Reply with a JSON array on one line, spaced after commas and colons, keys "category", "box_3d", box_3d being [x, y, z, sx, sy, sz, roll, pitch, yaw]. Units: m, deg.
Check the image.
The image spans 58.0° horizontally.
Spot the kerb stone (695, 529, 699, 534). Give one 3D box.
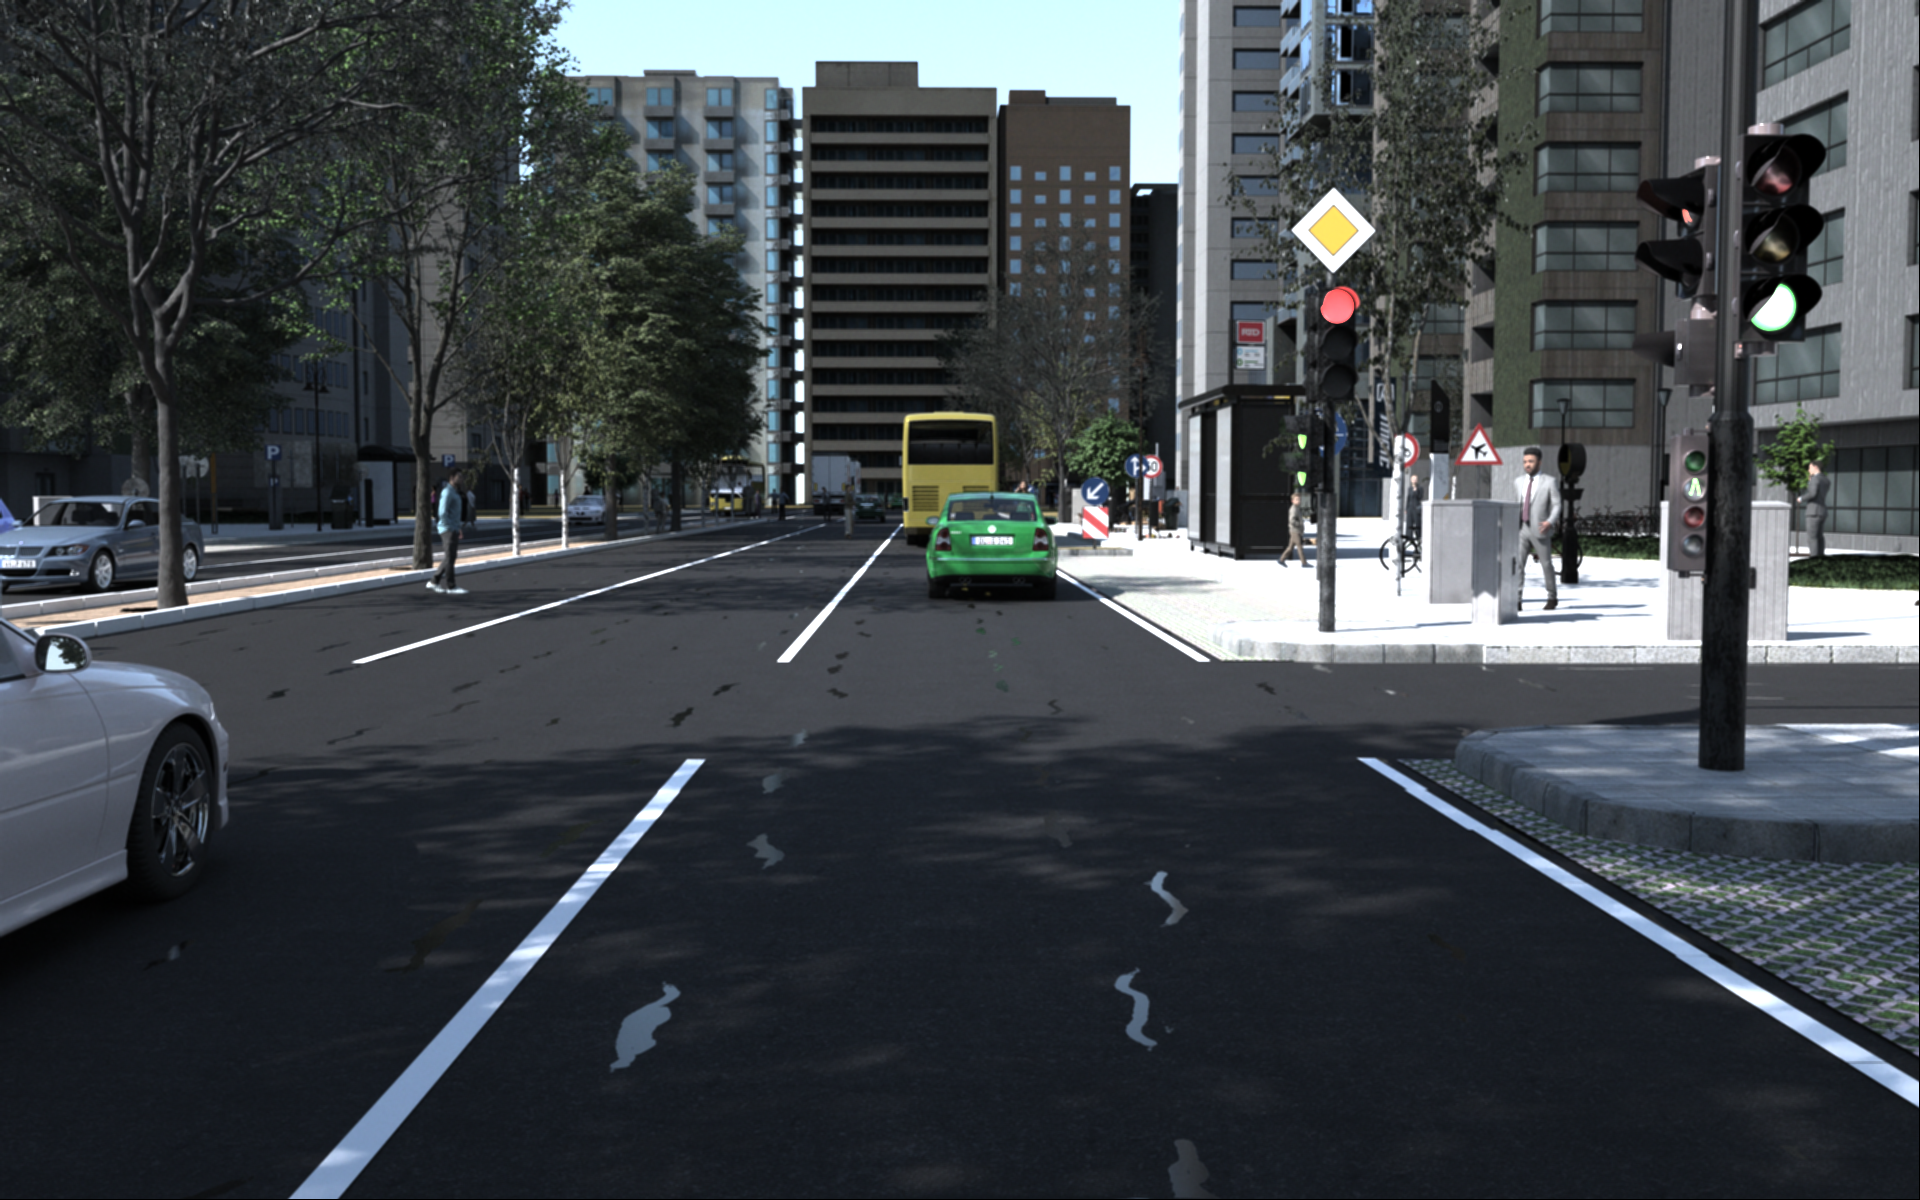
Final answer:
[{"category": "kerb stone", "box_3d": [-9.579, -2.437, 62.046, 0.120, 0.150, 1.000, 0, 4, -1]}]

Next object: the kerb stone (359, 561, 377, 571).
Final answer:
[{"category": "kerb stone", "box_3d": [-11.140, -0.616, 32.274, 0.120, 0.150, 1.000, 0, 4, -1]}]

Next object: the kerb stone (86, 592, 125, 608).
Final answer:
[{"category": "kerb stone", "box_3d": [-10.953, 0.010, 22.026, 0.120, 0.150, 1.000, 0, 4, -1]}]

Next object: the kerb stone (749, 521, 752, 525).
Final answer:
[{"category": "kerb stone", "box_3d": [-9.914, -3.565, 80.506, 0.120, 0.150, 1.000, 0, 4, -1]}]

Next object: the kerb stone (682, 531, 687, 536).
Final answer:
[{"category": "kerb stone", "box_3d": [-9.524, -2.245, 58.965, 0.120, 0.150, 1.000, 0, 4, -1]}]

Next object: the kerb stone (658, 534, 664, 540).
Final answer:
[{"category": "kerb stone", "box_3d": [-9.432, -1.936, 53.843, 0.120, 0.150, 1.000, 0, 4, -1]}]

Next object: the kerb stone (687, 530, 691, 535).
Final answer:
[{"category": "kerb stone", "box_3d": [-9.538, -2.312, 59.997, 0.120, 0.150, 1.000, 0, 4, -1]}]

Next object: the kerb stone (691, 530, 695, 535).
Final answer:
[{"category": "kerb stone", "box_3d": [-9.562, -2.375, 61.019, 0.120, 0.150, 1.000, 0, 4, -1]}]

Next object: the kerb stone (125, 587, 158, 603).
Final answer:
[{"category": "kerb stone", "box_3d": [-10.976, -0.045, 23.049, 0.120, 0.150, 1.000, 0, 4, -1]}]

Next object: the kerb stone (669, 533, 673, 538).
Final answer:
[{"category": "kerb stone", "box_3d": [-9.466, -2.061, 55.887, 0.120, 0.150, 1.000, 0, 4, -1]}]

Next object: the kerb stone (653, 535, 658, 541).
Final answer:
[{"category": "kerb stone", "box_3d": [-9.414, -1.873, 52.814, 0.120, 0.150, 1.000, 0, 4, -1]}]

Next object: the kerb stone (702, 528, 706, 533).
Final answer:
[{"category": "kerb stone", "box_3d": [-9.614, -2.561, 64.092, 0.120, 0.150, 1.000, 0, 4, -1]}]

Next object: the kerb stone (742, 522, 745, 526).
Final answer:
[{"category": "kerb stone", "box_3d": [-9.862, -3.379, 77.439, 0.120, 0.150, 1.000, 0, 4, -1]}]

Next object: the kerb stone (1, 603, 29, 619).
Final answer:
[{"category": "kerb stone", "box_3d": [-10.919, 0.135, 19.982, 0.120, 0.150, 1.000, 0, 4, -1]}]

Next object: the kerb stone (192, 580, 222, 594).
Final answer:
[{"category": "kerb stone", "box_3d": [-11.008, -0.178, 25.106, 0.120, 0.150, 1.000, 0, 4, -1]}]

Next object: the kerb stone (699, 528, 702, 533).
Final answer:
[{"category": "kerb stone", "box_3d": [-9.596, -2.493, 63.068, 0.120, 0.150, 1.000, 0, 4, -1]}]

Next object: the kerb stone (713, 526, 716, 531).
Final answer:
[{"category": "kerb stone", "box_3d": [-9.668, -2.750, 67.179, 0.120, 0.150, 1.000, 0, 4, -1]}]

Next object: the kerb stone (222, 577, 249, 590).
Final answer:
[{"category": "kerb stone", "box_3d": [-11.022, -0.240, 26.128, 0.120, 0.150, 1.000, 0, 4, -1]}]

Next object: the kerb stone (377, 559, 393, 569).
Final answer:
[{"category": "kerb stone", "box_3d": [-11.161, -0.677, 33.309, 0.120, 0.150, 1.000, 0, 4, -1]}]

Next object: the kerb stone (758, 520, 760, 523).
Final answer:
[{"category": "kerb stone", "box_3d": [-9.987, -3.817, 84.604, 0.120, 0.150, 1.000, 0, 4, -1]}]

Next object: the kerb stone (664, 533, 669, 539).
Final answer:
[{"category": "kerb stone", "box_3d": [-9.441, -1.998, 54.865, 0.120, 0.150, 1.000, 0, 4, -1]}]

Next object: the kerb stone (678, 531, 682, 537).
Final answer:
[{"category": "kerb stone", "box_3d": [-9.502, -2.183, 57.931, 0.120, 0.150, 1.000, 0, 4, -1]}]

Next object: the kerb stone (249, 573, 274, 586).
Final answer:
[{"category": "kerb stone", "box_3d": [-11.045, -0.299, 27.150, 0.120, 0.150, 1.000, 0, 4, -1]}]

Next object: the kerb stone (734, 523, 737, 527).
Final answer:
[{"category": "kerb stone", "box_3d": [-9.806, -3.185, 74.358, 0.120, 0.150, 1.000, 0, 4, -1]}]

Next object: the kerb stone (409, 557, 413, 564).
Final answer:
[{"category": "kerb stone", "box_3d": [-11.191, -0.796, 35.353, 0.120, 0.150, 1.000, 0, 4, -1]}]

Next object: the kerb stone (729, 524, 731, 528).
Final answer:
[{"category": "kerb stone", "box_3d": [-9.765, -3.058, 72.314, 0.120, 0.150, 1.000, 0, 4, -1]}]

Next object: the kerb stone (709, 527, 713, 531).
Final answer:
[{"category": "kerb stone", "box_3d": [-9.653, -2.687, 66.154, 0.120, 0.150, 1.000, 0, 4, -1]}]

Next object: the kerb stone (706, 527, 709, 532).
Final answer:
[{"category": "kerb stone", "box_3d": [-9.640, -2.622, 65.126, 0.120, 0.150, 1.000, 0, 4, -1]}]

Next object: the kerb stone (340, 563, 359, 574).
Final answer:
[{"category": "kerb stone", "box_3d": [-11.122, -0.554, 31.247, 0.120, 0.150, 1.000, 0, 4, -1]}]

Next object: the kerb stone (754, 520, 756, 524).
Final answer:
[{"category": "kerb stone", "box_3d": [-9.948, -3.692, 82.560, 0.120, 0.150, 1.000, 0, 4, -1]}]

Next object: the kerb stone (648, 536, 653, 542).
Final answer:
[{"category": "kerb stone", "box_3d": [-9.394, -1.806, 51.792, 0.120, 0.150, 1.000, 0, 4, -1]}]

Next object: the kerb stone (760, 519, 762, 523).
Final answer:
[{"category": "kerb stone", "box_3d": [-10.006, -3.873, 85.629, 0.120, 0.150, 1.000, 0, 4, -1]}]

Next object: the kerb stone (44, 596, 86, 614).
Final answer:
[{"category": "kerb stone", "box_3d": [-10.934, 0.073, 21.004, 0.120, 0.150, 1.000, 0, 4, -1]}]

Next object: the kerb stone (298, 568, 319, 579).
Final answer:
[{"category": "kerb stone", "box_3d": [-11.092, -0.426, 29.198, 0.120, 0.150, 1.000, 0, 4, -1]}]

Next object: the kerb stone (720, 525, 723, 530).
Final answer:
[{"category": "kerb stone", "box_3d": [-9.710, -2.877, 69.237, 0.120, 0.150, 1.000, 0, 4, -1]}]

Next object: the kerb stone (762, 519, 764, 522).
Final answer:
[{"category": "kerb stone", "box_3d": [-10.026, -3.941, 86.650, 0.120, 0.150, 1.000, 0, 4, -1]}]

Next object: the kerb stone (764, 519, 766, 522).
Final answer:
[{"category": "kerb stone", "box_3d": [-10.040, -4.005, 87.679, 0.120, 0.150, 1.000, 0, 4, -1]}]

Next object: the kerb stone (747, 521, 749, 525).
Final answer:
[{"category": "kerb stone", "box_3d": [-9.895, -3.504, 79.483, 0.120, 0.150, 1.000, 0, 4, -1]}]

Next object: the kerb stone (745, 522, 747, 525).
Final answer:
[{"category": "kerb stone", "box_3d": [-9.868, -3.441, 78.461, 0.120, 0.150, 1.000, 0, 4, -1]}]

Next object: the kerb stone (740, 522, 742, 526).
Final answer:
[{"category": "kerb stone", "box_3d": [-9.840, -3.309, 76.414, 0.120, 0.150, 1.000, 0, 4, -1]}]

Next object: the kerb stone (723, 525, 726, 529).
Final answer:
[{"category": "kerb stone", "box_3d": [-9.724, -2.931, 70.268, 0.120, 0.150, 1.000, 0, 4, -1]}]

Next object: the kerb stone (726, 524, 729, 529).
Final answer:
[{"category": "kerb stone", "box_3d": [-9.747, -3.003, 71.291, 0.120, 0.150, 1.000, 0, 4, -1]}]

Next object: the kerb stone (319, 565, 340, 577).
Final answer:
[{"category": "kerb stone", "box_3d": [-11.093, -0.489, 30.222, 0.120, 0.150, 1.000, 0, 4, -1]}]

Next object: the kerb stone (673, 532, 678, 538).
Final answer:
[{"category": "kerb stone", "box_3d": [-9.489, -2.123, 56.909, 0.120, 0.150, 1.000, 0, 4, -1]}]

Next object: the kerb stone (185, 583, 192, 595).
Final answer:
[{"category": "kerb stone", "box_3d": [-10.985, -0.112, 24.071, 0.120, 0.150, 1.000, 0, 4, -1]}]

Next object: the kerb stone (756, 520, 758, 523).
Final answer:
[{"category": "kerb stone", "box_3d": [-9.968, -3.755, 83.582, 0.120, 0.150, 1.000, 0, 4, -1]}]

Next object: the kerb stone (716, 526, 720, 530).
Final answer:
[{"category": "kerb stone", "box_3d": [-9.688, -2.814, 68.202, 0.120, 0.150, 1.000, 0, 4, -1]}]

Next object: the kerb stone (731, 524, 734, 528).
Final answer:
[{"category": "kerb stone", "box_3d": [-9.777, -3.128, 73.336, 0.120, 0.150, 1.000, 0, 4, -1]}]

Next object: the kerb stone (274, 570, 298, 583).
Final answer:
[{"category": "kerb stone", "box_3d": [-11.060, -0.366, 28.176, 0.120, 0.150, 1.000, 0, 4, -1]}]

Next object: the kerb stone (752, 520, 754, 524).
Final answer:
[{"category": "kerb stone", "box_3d": [-9.925, -3.623, 81.529, 0.120, 0.150, 1.000, 0, 4, -1]}]

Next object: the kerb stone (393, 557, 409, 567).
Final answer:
[{"category": "kerb stone", "box_3d": [-11.175, -0.741, 34.331, 0.120, 0.150, 1.000, 0, 4, -1]}]

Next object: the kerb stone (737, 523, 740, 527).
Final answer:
[{"category": "kerb stone", "box_3d": [-9.816, -3.251, 75.391, 0.120, 0.150, 1.000, 0, 4, -1]}]
